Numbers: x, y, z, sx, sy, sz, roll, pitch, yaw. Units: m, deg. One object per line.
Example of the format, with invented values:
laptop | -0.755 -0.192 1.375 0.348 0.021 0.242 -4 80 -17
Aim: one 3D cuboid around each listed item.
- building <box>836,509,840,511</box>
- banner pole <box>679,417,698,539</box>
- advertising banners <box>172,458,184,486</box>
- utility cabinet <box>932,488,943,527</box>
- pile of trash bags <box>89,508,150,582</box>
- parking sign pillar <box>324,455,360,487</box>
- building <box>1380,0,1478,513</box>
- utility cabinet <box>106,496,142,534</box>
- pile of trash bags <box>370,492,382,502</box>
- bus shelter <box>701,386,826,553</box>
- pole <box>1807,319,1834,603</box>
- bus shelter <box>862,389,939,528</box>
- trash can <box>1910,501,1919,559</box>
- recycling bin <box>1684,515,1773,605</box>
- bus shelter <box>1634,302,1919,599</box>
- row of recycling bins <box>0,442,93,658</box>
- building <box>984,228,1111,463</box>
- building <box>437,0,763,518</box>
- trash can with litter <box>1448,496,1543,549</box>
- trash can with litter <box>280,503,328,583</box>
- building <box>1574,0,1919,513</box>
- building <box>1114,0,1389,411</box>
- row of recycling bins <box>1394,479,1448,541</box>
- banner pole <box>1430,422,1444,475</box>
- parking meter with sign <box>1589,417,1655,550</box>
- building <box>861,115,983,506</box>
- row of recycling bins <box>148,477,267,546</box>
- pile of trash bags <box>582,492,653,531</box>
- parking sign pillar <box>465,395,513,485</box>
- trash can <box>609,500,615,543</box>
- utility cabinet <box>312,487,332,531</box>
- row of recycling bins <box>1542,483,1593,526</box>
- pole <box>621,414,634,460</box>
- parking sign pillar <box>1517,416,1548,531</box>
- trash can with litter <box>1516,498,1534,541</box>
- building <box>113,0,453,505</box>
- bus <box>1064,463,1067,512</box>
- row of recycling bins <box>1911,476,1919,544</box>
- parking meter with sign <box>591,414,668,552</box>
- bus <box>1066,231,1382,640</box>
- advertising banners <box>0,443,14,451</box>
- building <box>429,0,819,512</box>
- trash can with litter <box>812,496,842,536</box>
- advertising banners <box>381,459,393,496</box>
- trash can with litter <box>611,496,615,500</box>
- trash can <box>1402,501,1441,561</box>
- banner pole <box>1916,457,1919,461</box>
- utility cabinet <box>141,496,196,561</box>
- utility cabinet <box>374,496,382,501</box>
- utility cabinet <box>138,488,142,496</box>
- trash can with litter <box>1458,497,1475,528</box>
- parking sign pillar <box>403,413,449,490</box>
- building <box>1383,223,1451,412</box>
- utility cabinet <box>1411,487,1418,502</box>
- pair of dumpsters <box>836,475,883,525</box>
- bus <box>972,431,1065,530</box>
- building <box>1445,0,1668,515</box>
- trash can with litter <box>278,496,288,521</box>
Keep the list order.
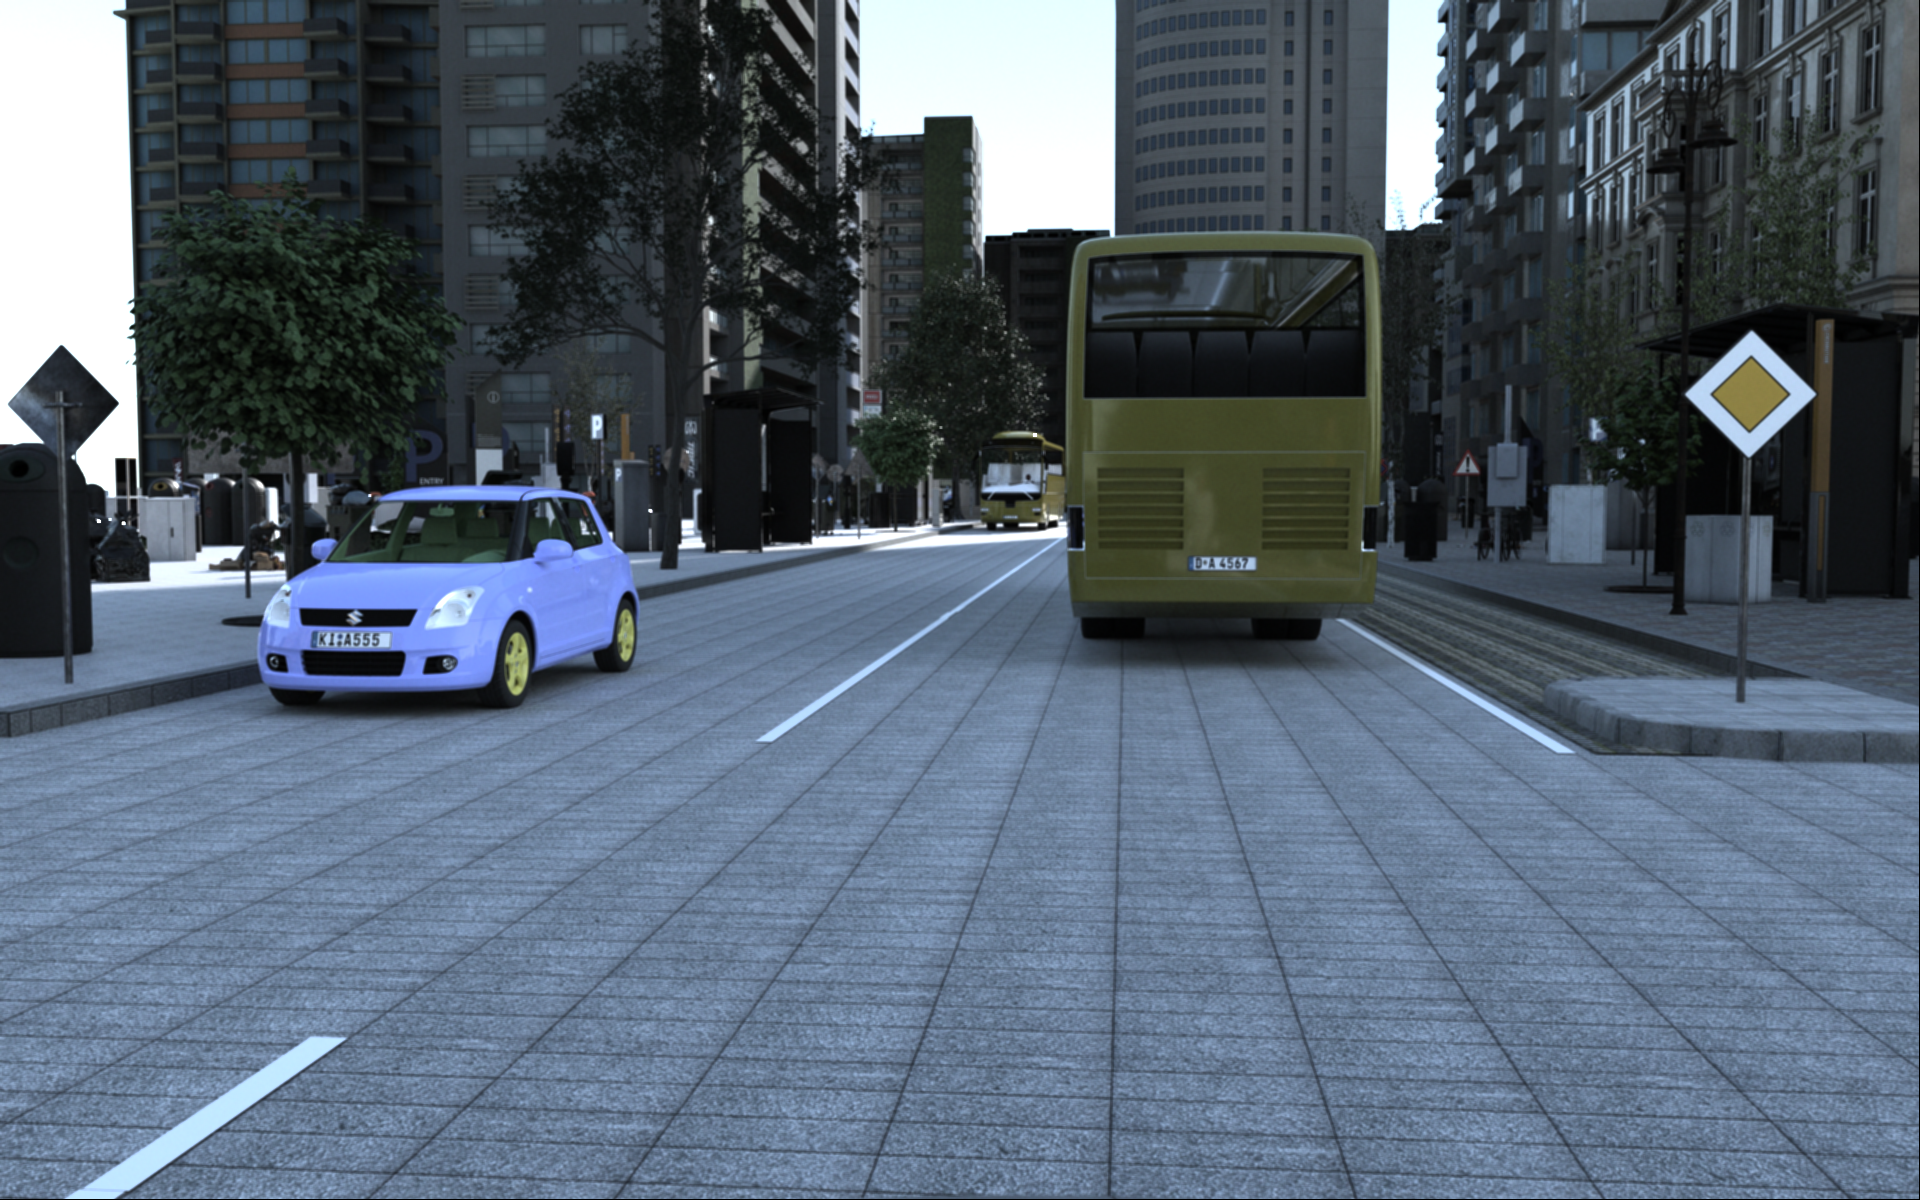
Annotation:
building | -22.501 -36.549 139.568 28.212 58.520 21.231 0 4 5
banner pole | -7.828 -3.644 49.599 0.863 3.779 0.401 2 4 25
advertising banners | -36.755 -5.321 83.184 2.074 3.025 0.090 0 4 -5
utility cabinet | -0.867 -3.624 67.930 0.318 1.500 1.173 0 4 6
pile of trash bags | -13.667 -0.932 24.990 3.447 1.369 1.912 -3 4 -38
parking sign pillar | -24.224 -4.855 67.856 1.447 3.967 1.447 -2 4 -27
building | 43.874 -49.831 127.406 22.319 86.520 31.000 0 4 5
utility cabinet | -22.825 -2.222 47.490 1.020 1.237 0.306 -1 4 -18
pile of trash bags | -23.201 -3.875 73.115 3.447 1.369 1.912 -2 4 -24
bus shelter | -4.549 -3.040 40.988 1.731 3.624 6.357 0 4 6
pole | 10.106 -1.620 20.335 0.158 3.312 0.155 0 3 0
bus shelter | -2.406 -5.592 69.059 2.179 5.291 8.768 0 4 6
trash can | 18.724 -1.387 34.332 0.748 1.137 0.748 0 3 0
recycling bin | 9.061 -0.482 20.428 0.722 1.027 0.722 -3 4 -36
bus shelter | 11.192 -2.018 24.280 1.731 3.624 6.357 0 4 6
row of recycling bins | -8.760 -0.427 14.088 3.534 1.692 1.069 0 4 7
building | 9.785 -25.658 191.216 14.107 30.474 14.160 0 4 5
building | -19.237 -25.175 95.201 14.154 41.232 14.086 0 4 5
trash can with litter | 12.800 -1.842 41.169 1.678 1.210 2.233 -2 4 -25
trash can with litter | -8.568 -0.718 23.130 1.055 1.170 0.624 2 4 30
building | 33.070 -15.032 64.863 14.460 24.649 34.723 0 4 5
building | 31.080 -39.679 190.743 28.212 58.520 21.231 0 4 5
row of recycling bins | 11.636 -2.489 47.809 3.534 1.692 1.069 1 4 13
banner pole | 16.639 -4.318 60.617 0.863 3.779 0.401 -3 4 -36
parking meter with sign | 15.238 -2.655 39.675 1.738 3.016 0.543 -2 4 -26
building | -4.818 -31.035 191.019 14.086 41.232 14.154 0 4 5
row of recycling bins | -18.982 -2.237 43.695 3.534 1.692 1.069 1 4 21
pile of trash bags | -13.022 -3.384 65.080 3.447 1.369 1.912 3 4 36
parking sign pillar | -12.901 -3.612 47.535 1.447 3.967 1.447 2 4 33
trash can | -8.013 -1.823 41.458 0.748 1.137 0.748 0 3 0
utility cabinet | -20.264 -2.861 55.456 0.318 1.500 1.173 2 4 34
row of recycling bins | 22.174 -3.522 64.694 3.534 1.692 1.069 0 4 -8
pole | -8.502 -3.073 44.079 0.158 3.312 0.155 0 3 0
parking sign pillar | 19.852 -4.395 60.333 1.447 3.967 1.447 3 5 43
trash can with litter | 15.408 -2.208 47.487 0.624 1.170 1.055 1 4 19
building | -51.156 -29.818 142.146 28.867 44.769 22.147 0 4 5
bus | 9.191 -8.947 137.828 2.896 3.916 12.252 0 4 5
row of recycling bins | 21.954 -2.062 40.822 3.534 1.692 1.069 3 4 38
parking meter with sign | -7.259 -2.579 38.433 1.738 3.016 0.543 -3 5 -41
bus | 2.614 -1.737 19.954 2.896 3.916 12.252 0 4 5
advertising banners | -32.087 -3.886 59.727 2.074 3.025 0.090 0 4 1
building | -21.684 -29.954 113.448 21.300 48.544 21.600 0 4 5
trash can with litter | -4.513 -2.632 54.095 1.678 1.210 2.233 0 4 -5
advertising banners | -28.705 -5.553 86.987 0.090 3.025 2.074 0 4 4
trash can with litter | -17.123 -4.708 88.035 2.233 1.210 1.678 0 4 2
trash can | 8.835 -1.318 33.202 0.748 1.137 0.748 0 3 0
banner pole | 9.132 -1.575 15.776 0.863 3.779 0.401 0 4 -3
utility cabinet | -15.152 -1.350 33.238 1.020 1.237 0.306 2 4 24
utility cabinet | -21.597 -3.326 65.542 1.020 1.237 0.306 -2 4 -31
utility cabinet | -27.192 -2.955 56.994 0.318 1.500 1.173 -3 4 -38
trash can with litter | 19.233 -3.329 65.810 0.624 1.170 1.055 1 4 13
parking sign pillar | -16.227 -3.924 52.637 1.447 3.967 1.447 -1 4 -16
building | 51.947 -25.434 187.547 14.107 30.474 14.160 0 4 5
utility cabinet | 14.288 -2.811 54.634 1.173 1.500 0.318 -2 4 -26
pair of dumpsters | -4.187 -4.313 73.008 1.574 2.255 4.437 0 4 5
bus | 2.670 -4.890 71.504 2.896 3.916 12.252 0 4 7
building | 41.465 -29.258 97.969 23.786 49.044 30.456 0 4 5
trash can with litter | -32.900 -4.375 82.589 2.233 1.210 1.678 0 4 -5
